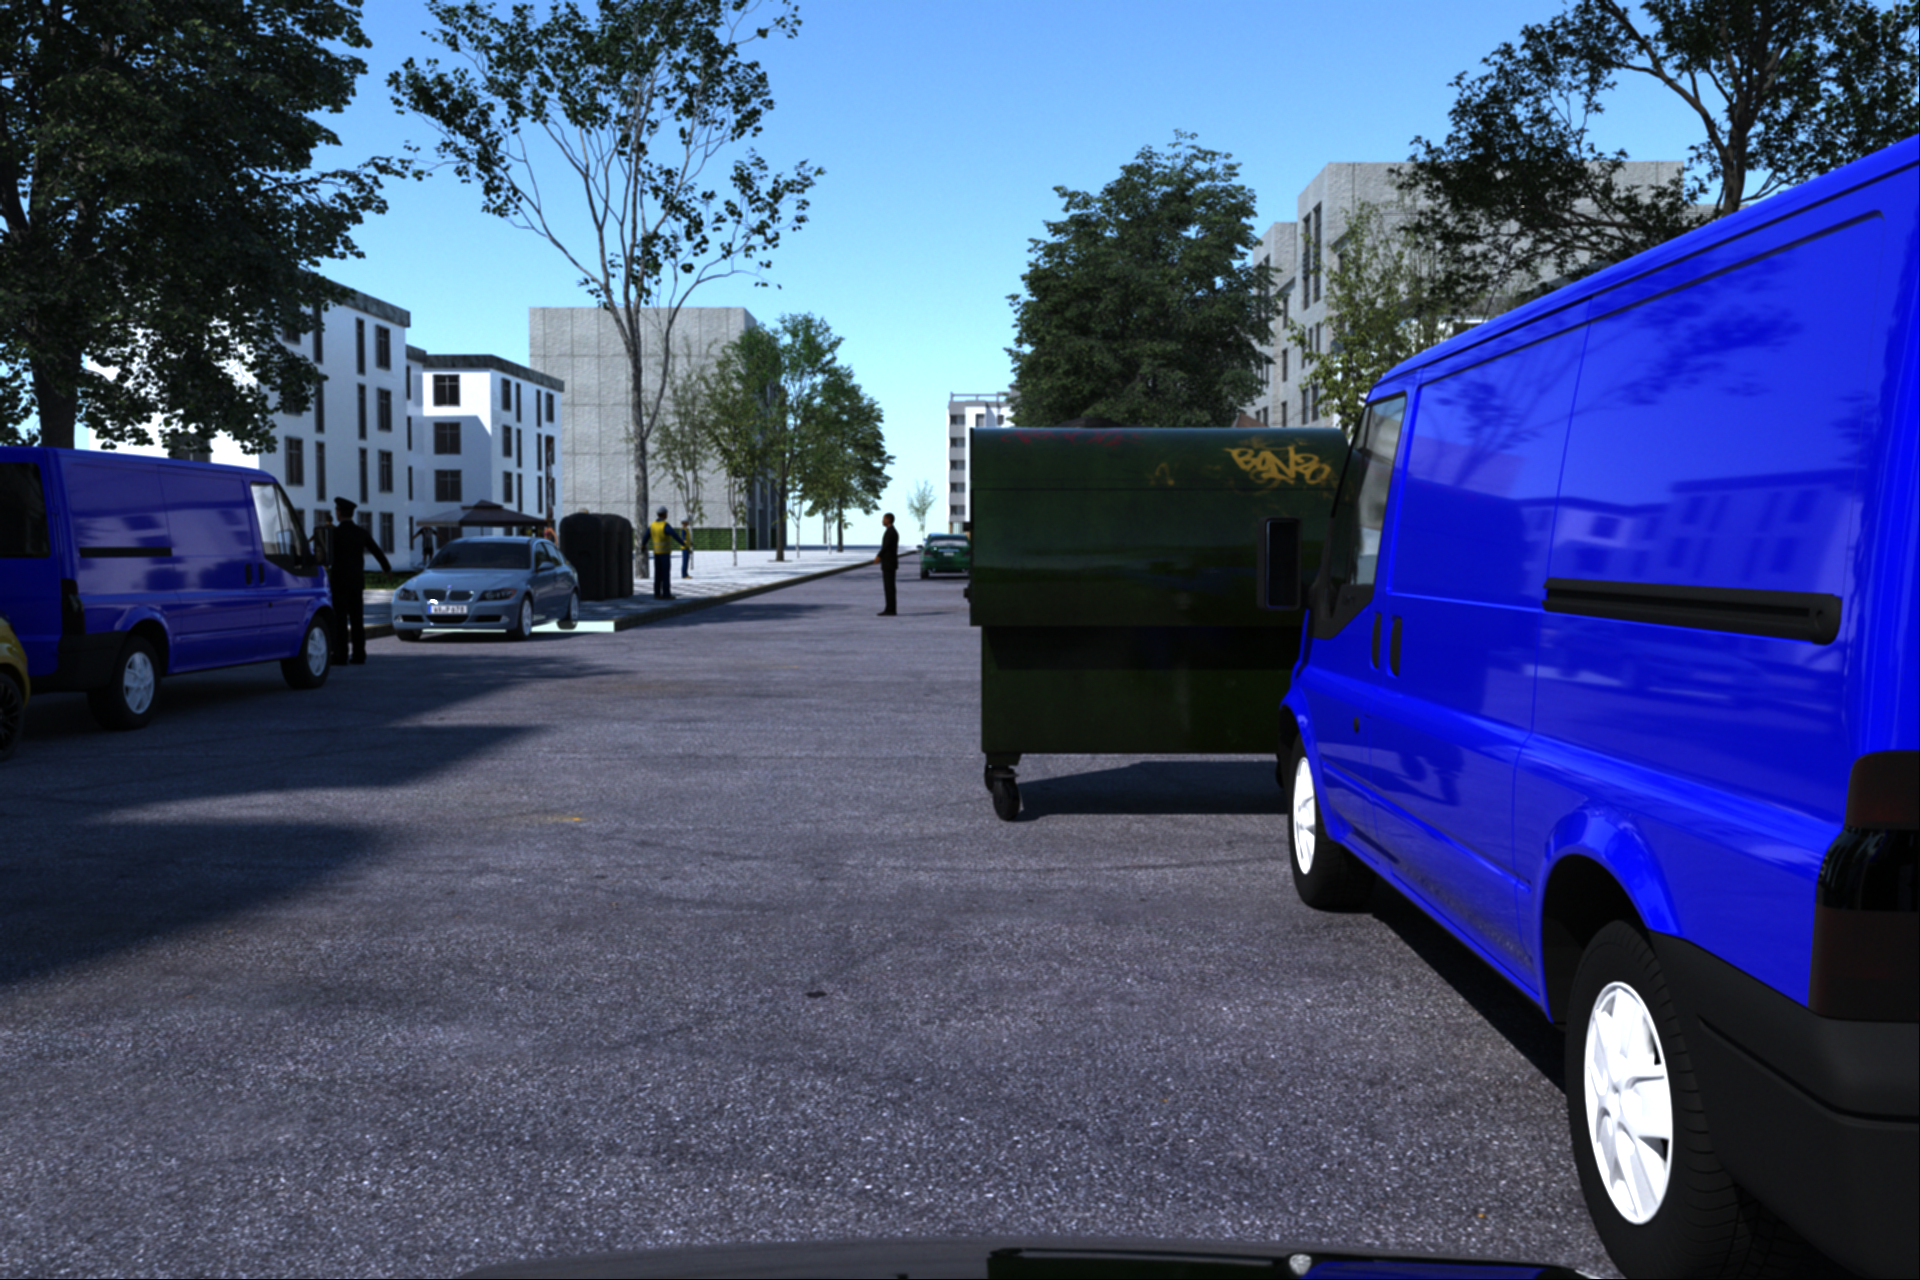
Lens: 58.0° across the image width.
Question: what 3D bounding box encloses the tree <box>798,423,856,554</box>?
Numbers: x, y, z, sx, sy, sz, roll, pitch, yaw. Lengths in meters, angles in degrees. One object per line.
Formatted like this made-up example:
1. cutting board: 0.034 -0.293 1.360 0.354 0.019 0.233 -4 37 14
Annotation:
1. tree: -8.345 -9.774 110.169 4.737 8.622 4.395 0 3 0

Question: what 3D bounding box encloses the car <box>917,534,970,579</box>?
1. car: -0.371 -2.749 56.741 2.131 1.459 4.920 0 4 0

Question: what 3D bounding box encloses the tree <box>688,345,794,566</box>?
1. tree: -8.717 -7.232 68.599 4.737 8.622 4.395 0 3 0

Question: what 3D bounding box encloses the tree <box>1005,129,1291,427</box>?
1. tree: 5.825 -9.147 56.216 9.857 13.997 8.962 0 3 0

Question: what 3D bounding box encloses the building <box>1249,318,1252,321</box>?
1. building: 27.593 -21.241 178.220 19.493 23.208 18.063 0 4 1

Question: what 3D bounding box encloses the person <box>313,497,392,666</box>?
1. person: -6.742 -0.648 18.992 0.705 1.837 1.347 2 4 33

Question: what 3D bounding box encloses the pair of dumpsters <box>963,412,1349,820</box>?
1. pair of dumpsters: 2.233 -0.256 9.139 4.436 2.255 1.574 0 4 0

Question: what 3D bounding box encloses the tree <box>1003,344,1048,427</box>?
1. tree: 7.184 -12.142 105.176 9.857 13.997 8.962 0 3 0

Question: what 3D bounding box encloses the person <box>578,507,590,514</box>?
1. person: -8.133 -1.941 37.504 0.705 1.858 1.354 3 5 45

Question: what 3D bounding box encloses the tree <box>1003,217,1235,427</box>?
1. tree: 6.628 -9.979 69.817 9.857 13.997 8.962 0 3 0

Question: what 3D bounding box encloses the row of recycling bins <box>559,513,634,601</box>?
1. row of recycling bins: -7.223 -1.688 34.719 1.069 1.692 3.534 0 4 1

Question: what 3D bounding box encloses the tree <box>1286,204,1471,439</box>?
1. tree: 9.279 -5.392 38.524 4.737 8.622 4.395 0 3 0

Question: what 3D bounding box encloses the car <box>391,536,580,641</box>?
1. car: -6.672 -0.783 24.808 2.014 1.417 4.499 0 4 1

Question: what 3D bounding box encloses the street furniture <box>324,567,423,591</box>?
1. street furniture: -14.752 -1.563 41.188 10.072 0.657 5.734 1 4 9

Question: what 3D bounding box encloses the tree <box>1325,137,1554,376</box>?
1. tree: 8.627 -5.055 33.004 4.360 8.622 3.978 0 3 0

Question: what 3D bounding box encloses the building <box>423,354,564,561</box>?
1. building: -26.239 -9.357 95.128 9.099 9.664 28.070 0 4 1

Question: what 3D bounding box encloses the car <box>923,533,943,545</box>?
1. car: -1.676 -7.078 125.320 1.945 1.707 3.694 0 4 1

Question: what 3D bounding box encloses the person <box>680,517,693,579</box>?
1. person: -7.827 -2.657 49.898 0.721 1.772 1.216 0 4 -2

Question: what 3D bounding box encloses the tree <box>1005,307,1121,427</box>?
1. tree: 5.855 -10.033 82.166 7.486 12.596 7.792 0 3 0

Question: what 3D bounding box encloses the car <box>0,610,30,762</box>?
1. car: -6.870 0.047 9.452 2.015 1.641 3.980 0 4 1

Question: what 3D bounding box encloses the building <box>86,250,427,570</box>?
1. building: -25.255 -7.541 65.449 9.099 9.664 28.070 0 4 0

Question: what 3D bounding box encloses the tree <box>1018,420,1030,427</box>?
1. tree: 6.327 -9.803 94.694 8.767 10.594 7.601 0 4 5

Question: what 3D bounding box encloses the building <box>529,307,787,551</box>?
1. building: -25.111 -17.393 150.838 16.747 18.905 31.486 0 3 0

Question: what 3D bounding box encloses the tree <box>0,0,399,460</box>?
1. tree: -12.823 -7.182 24.079 9.857 13.997 8.962 0 3 0

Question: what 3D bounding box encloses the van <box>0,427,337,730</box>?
1. van: -6.907 -0.608 14.324 2.240 2.365 5.245 0 4 1

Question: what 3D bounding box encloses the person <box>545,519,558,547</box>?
1. person: -11.782 -2.595 49.228 1.217 1.733 0.721 3 5 42

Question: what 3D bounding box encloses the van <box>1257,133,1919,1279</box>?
1. van: 2.214 -0.032 4.902 2.240 2.365 5.245 0 4 0

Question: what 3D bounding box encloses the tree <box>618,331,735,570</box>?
1. tree: -9.497 -6.843 62.240 4.360 8.622 3.978 0 3 0

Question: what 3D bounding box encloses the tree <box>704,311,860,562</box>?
1. tree: -8.254 -9.455 80.345 9.928 11.665 9.643 0 3 0

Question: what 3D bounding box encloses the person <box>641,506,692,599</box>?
1. person: -5.850 -1.725 34.165 1.349 1.833 0.705 2 4 35

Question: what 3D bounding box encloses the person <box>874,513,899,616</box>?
1. person: -1.269 -1.332 30.465 0.704 1.802 1.346 1 4 9

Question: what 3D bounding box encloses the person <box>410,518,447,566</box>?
1. person: -18.026 -3.214 58.686 1.345 1.843 0.704 -3 5 -40

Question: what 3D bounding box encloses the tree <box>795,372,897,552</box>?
1. tree: -8.099 -12.467 121.962 7.486 12.596 7.792 0 3 0

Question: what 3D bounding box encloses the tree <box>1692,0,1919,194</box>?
1. tree: 21.141 -10.970 35.247 12.611 20.169 13.585 0 3 0

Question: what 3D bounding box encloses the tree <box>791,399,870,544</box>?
1. tree: -16.497 -22.554 224.642 12.611 20.169 13.585 0 3 0

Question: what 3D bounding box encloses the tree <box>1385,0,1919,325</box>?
1. tree: 8.328 -5.221 19.768 7.601 10.594 8.767 -1 4 -18

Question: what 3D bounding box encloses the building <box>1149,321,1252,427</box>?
1. building: 25.847 -17.495 152.501 16.747 18.905 31.486 0 4 1

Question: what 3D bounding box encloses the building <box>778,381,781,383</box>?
1. building: -23.929 -19.157 169.633 16.016 20.090 11.380 0 4 1

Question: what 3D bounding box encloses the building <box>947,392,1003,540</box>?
1. building: -1.280 -22.178 221.494 11.380 20.090 16.016 0 4 -5

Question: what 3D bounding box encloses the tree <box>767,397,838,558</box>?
1. tree: -8.665 -8.723 92.991 4.737 8.622 4.395 0 3 0

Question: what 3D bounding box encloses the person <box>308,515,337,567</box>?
1. person: -17.673 -2.595 48.574 1.346 1.812 0.704 -2 4 -28

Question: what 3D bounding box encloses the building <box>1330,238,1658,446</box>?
1. building: 20.419 -7.299 61.488 9.099 9.664 28.070 0 4 1

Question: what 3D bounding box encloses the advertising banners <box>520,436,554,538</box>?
1. advertising banners: -7.388 -2.093 30.402 0.090 3.025 2.074 0 4 2

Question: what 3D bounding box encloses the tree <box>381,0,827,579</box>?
1. tree: -9.937 -11.744 47.905 12.611 20.169 13.585 0 3 0

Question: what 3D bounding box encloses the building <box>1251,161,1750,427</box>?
1. building: 26.011 -13.732 90.983 16.747 18.905 31.486 0 4 1

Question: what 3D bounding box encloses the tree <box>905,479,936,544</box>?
1. tree: -4.442 -16.593 221.652 4.360 8.622 3.978 0 3 0
